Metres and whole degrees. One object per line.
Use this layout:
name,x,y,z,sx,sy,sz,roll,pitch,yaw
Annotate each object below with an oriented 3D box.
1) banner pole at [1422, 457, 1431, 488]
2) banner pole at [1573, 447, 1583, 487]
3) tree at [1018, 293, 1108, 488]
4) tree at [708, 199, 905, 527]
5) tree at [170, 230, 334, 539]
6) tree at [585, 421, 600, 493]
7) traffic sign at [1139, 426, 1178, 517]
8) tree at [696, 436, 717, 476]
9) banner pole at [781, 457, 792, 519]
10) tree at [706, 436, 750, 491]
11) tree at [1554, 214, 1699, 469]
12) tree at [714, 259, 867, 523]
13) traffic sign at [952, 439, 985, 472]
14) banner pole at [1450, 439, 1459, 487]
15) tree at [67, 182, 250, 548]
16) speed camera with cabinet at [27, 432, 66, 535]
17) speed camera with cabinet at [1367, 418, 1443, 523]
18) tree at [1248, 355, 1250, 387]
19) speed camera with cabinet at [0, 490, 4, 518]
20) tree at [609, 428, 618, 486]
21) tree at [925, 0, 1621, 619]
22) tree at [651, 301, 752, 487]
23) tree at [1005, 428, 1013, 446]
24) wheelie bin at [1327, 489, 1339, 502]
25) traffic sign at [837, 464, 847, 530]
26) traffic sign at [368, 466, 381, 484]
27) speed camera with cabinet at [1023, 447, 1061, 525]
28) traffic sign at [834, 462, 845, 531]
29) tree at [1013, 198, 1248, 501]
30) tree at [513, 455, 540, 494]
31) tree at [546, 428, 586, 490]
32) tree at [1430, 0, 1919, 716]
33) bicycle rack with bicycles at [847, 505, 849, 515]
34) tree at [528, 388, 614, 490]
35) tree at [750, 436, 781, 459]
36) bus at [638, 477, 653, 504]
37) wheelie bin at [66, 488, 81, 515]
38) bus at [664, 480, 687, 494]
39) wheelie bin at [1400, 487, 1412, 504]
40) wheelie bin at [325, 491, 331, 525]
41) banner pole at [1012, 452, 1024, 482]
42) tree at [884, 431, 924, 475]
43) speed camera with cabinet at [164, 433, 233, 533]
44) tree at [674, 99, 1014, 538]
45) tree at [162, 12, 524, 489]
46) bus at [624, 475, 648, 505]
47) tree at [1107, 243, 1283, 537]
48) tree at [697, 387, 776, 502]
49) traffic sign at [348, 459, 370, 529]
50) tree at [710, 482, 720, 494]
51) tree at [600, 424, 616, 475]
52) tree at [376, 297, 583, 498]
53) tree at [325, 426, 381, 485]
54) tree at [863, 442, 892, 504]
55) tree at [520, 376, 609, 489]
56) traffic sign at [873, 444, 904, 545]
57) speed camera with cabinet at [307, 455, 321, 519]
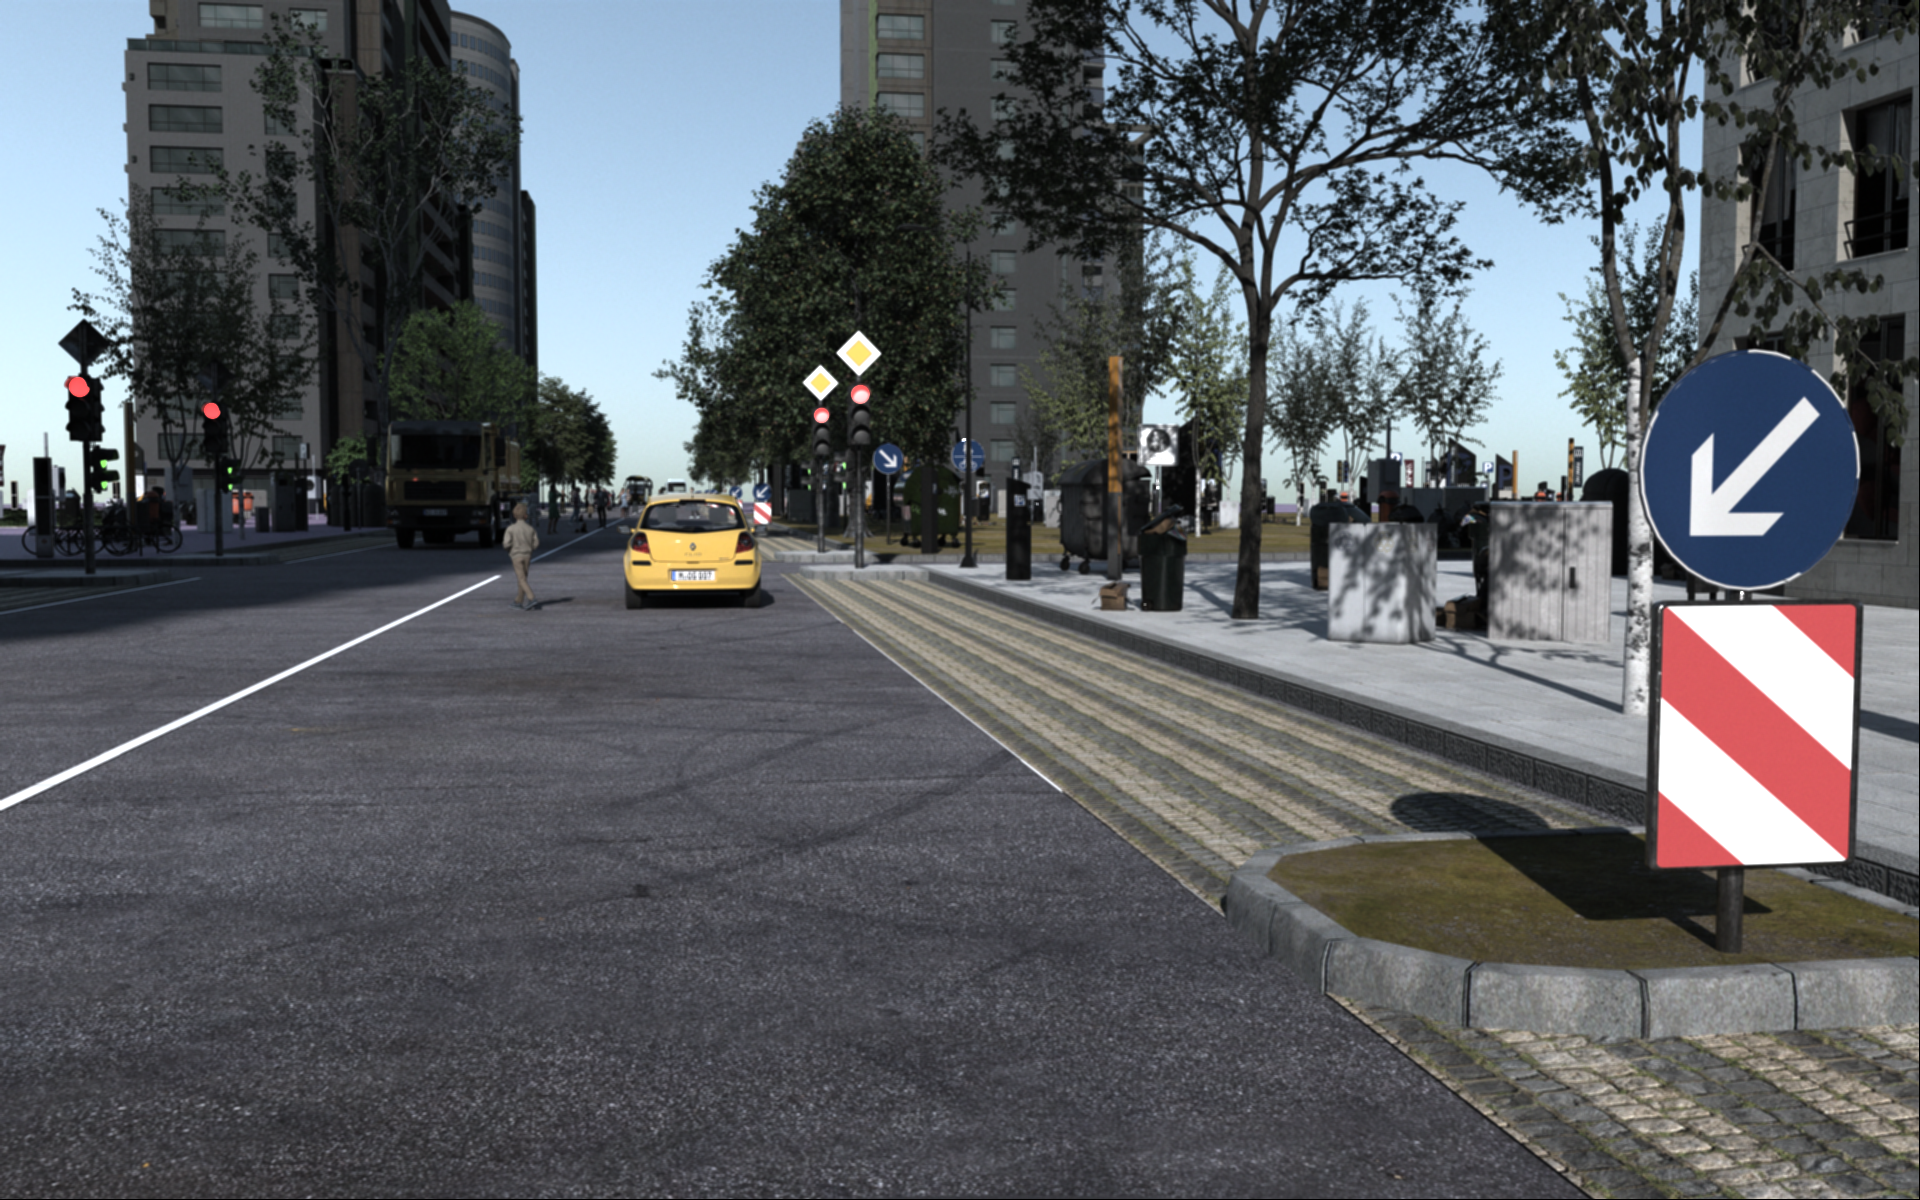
banner pole,31.536,-7.778,117.186,0.863,3.779,0.401,0,3,0
banner pole,28.452,-5.513,80.150,0.863,3.779,0.401,-1,4,-12
tree,4.482,-6.862,62.561,4.737,8.622,4.395,0,3,0
tree,-4.999,-9.825,67.294,9.857,13.997,8.962,0,3,0
tree,-20.103,-6.007,48.570,4.737,8.622,4.395,0,3,0
tree,-31.923,-11.891,120.167,9.928,11.665,9.643,0,3,0
traffic sign,2.903,-1.429,25.487,0.606,2.300,0.079,0,4,-5
tree,-35.847,-20.247,256.789,9.928,11.665,9.643,0,3,0
banner pole,-8.872,-5.989,87.942,0.863,3.779,0.401,2,4,29
tree,-20.117,-12.505,154.813,4.360,8.622,3.978,0,3,0
tree,18.280,-5.816,45.453,4.737,8.622,4.395,0,3,0
tree,-6.957,-9.749,77.525,7.486,12.596,7.792,0,3,0
traffic sign,0.185,-2.459,40.317,0.768,2.556,0.104,0,4,-3
banner pole,22.123,-5.352,77.523,0.401,3.779,0.863,3,5,41
tree,-18.734,-5.546,41.043,4.360,8.622,3.978,0,3,0
speed camera with cabinet,-29.037,-3.713,55.050,0.660,3.252,2.038,-1,4,-11
speed camera with cabinet,11.655,-3.118,45.316,2.038,3.252,0.660,-1,4,-22
tree,13.507,-7.284,69.463,4.360,8.622,3.978,0,3,0
speed camera with cabinet,-44.307,-5.135,78.295,0.660,3.252,2.038,1,4,15
tree,-54.189,-20.770,257.709,7.486,12.596,7.792,0,3,0
tree,3.277,-5.085,17.559,7.601,10.594,8.767,-1,4,-13
tree,-23.856,-19.315,171.681,12.611,20.169,13.585,0,3,0
tree,5.062,-9.857,111.520,4.360,8.622,3.978,0,3,0
wheelie bin,23.921,-6.324,111.301,0.980,1.594,0.693,-1,4,-12
traffic sign,-3.805,-3.399,57.709,0.606,2.300,0.079,0,4,-5
traffic sign,-26.278,-4.765,78.016,0.768,2.556,0.104,0,4,-3
speed camera with cabinet,3.624,-4.800,72.821,2.038,3.252,0.660,-2,4,-32
traffic sign,-3.983,-3.660,59.944,0.768,2.556,0.104,0,4,-4
tree,3.990,-5.583,41.653,4.360,8.622,3.978,0,3,0
tree,-35.899,-9.662,141.688,4.285,4.588,4.351,0,3,0
tree,-40.404,-13.844,176.716,4.360,8.622,3.978,0,3,0
tree,3.897,-3.623,9.592,4.360,8.622,3.978,0,3,0
bicycle rack with bicycles,-5.535,-5.433,102.216,2.925,0.926,2.852,-1,4,-16
tree,-46.232,-18.336,206.444,9.857,13.997,8.962,0,3,0
tree,-11.572,-9.722,109.313,4.737,8.622,4.395,0,3,0
bus,-45.576,-15.754,249.124,2.896,3.916,12.252,-1,4,-9
wheelie bin,-43.427,-4.706,84.848,0.693,1.594,0.980,-2,4,-25
bus,-37.332,-14.211,227.208,2.948,3.499,13.247,-1,4,-11
wheelie bin,20.290,-4.349,79.021,0.980,1.594,0.693,0,4,-3
wheelie bin,-25.633,-3.860,71.019,0.693,1.594,0.980,-1,4,-14
banner pole,3.504,-6.937,103.436,0.863,3.779,0.401,0,4,-7
tree,-3.546,-9.864,111.642,4.737,8.622,4.395,0,3,0
speed camera with cabinet,-24.970,-3.821,56.809,0.660,3.252,2.038,3,4,37
tree,-3.073,-8.177,50.697,9.611,12.733,9.660,0,3,0
tree,-24.712,-13.102,70.112,12.611,20.169,13.585,0,3,0
bus,-43.251,-14.705,231.965,2.896,3.916,12.252,-1,4,-8
tree,7.366,-6.195,51.657,4.737,8.622,4.395,0,3,0
tree,-13.811,-11.239,118.168,8.767,10.594,7.601,0,4,-4
traffic sign,-21.757,-3.829,62.702,0.768,2.556,0.104,0,4,-4
tree,-34.248,-15.296,244.687,1.663,3.219,1.824,0,3,0
tree,-50.510,-18.975,235.993,9.928,11.665,9.643,0,3,0
tree,-26.801,-10.090,90.722,9.928,11.665,9.643,0,3,0
tree,-28.914,-6.119,83.765,4.285,4.588,4.351,0,3,0
tree,-5.127,-8.886,95.644,4.360,8.622,3.978,0,3,0
tree,-38.965,-15.250,167.460,7.486,12.596,7.792,0,3,0
traffic sign,-1.807,-2.668,43.732,0.768,2.556,0.104,0,4,0
speed camera with cabinet,-33.417,-5.708,87.662,2.038,3.252,0.660,1,4,10
